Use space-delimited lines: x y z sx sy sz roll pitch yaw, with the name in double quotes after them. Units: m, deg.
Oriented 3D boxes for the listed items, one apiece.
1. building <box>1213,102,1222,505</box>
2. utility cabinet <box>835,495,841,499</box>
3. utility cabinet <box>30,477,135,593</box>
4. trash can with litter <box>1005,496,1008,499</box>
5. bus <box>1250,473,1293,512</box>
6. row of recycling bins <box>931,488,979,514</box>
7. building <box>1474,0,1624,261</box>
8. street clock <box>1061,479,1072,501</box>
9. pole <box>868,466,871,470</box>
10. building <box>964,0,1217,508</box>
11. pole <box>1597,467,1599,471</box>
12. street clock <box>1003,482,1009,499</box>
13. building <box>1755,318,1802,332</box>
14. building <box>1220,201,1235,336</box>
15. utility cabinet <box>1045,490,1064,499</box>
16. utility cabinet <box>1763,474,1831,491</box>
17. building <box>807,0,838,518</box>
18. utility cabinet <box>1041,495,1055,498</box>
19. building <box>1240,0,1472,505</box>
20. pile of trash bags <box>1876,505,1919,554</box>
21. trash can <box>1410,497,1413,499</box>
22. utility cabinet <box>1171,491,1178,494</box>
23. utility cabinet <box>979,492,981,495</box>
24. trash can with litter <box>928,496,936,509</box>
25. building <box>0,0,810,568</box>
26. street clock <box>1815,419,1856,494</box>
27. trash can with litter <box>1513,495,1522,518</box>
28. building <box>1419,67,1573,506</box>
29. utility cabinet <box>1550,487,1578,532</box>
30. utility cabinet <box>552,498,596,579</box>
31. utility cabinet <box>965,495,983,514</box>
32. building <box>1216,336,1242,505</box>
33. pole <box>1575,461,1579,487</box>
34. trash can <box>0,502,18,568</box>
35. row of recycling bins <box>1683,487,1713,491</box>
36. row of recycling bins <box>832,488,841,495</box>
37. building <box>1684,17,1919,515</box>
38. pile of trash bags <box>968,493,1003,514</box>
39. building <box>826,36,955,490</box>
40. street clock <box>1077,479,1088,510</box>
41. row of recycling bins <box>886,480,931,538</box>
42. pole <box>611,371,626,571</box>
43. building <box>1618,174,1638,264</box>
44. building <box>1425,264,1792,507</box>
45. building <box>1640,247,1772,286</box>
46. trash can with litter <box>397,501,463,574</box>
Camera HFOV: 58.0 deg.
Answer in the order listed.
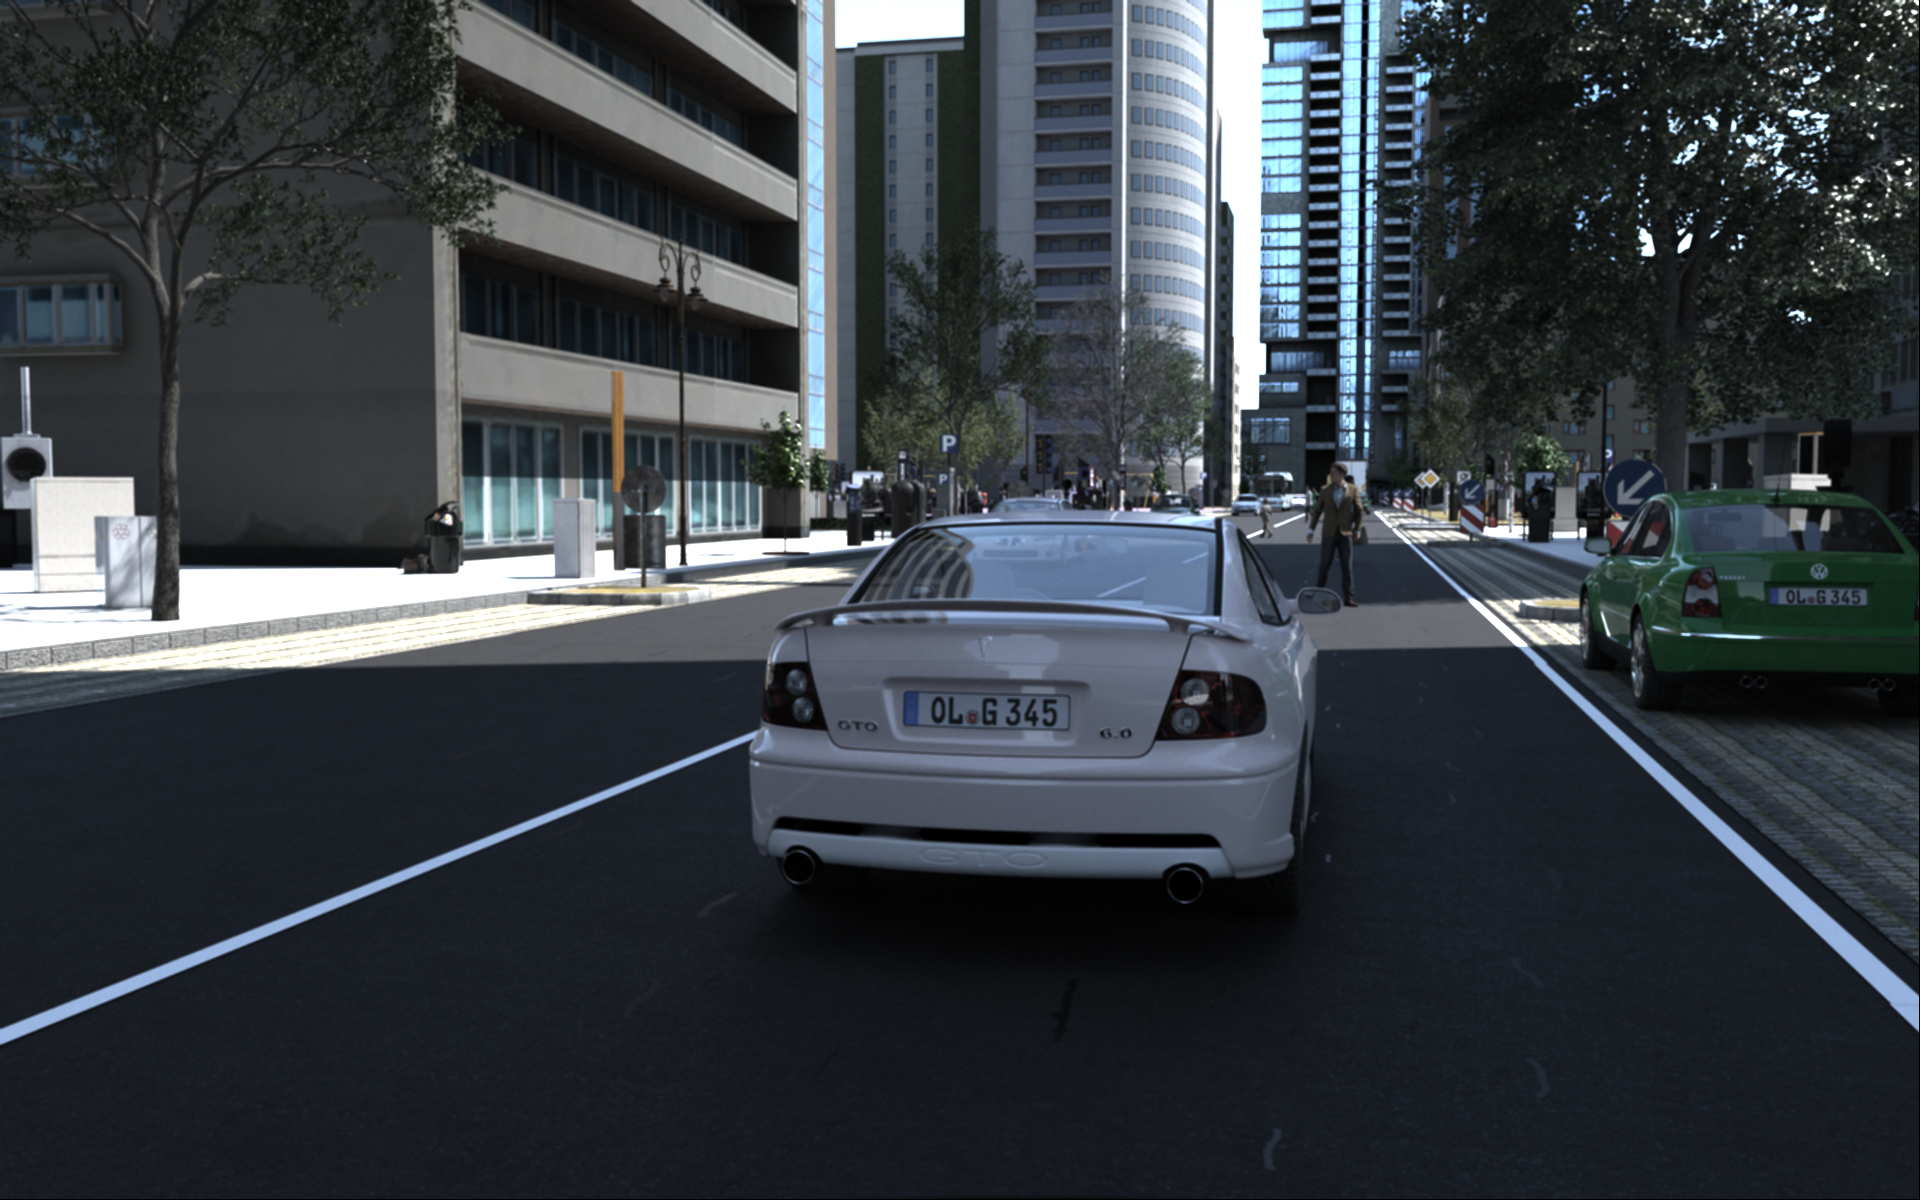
21.117 -33.024 190.058 14.600 45.320 14.200 1 4 13 "building"
-8.294 -6.336 114.754 1.020 1.237 0.306 -2 4 -29 "utility cabinet"
-11.459 -0.854 22.649 1.173 1.500 0.318 -3 5 -40 "utility cabinet"
4.334 -8.666 153.075 1.055 1.170 0.624 -3 5 -41 "trash can with litter"
26.154 -9.162 144.656 2.948 3.499 13.247 1 4 14 "bus"
-0.540 -6.311 110.290 3.534 1.692 1.069 0 4 8 "row of recycling bins"
65.054 -54.375 201.701 22.319 86.520 31.000 1 4 13 "building"
5.159 -4.840 83.702 0.471 2.002 0.358 -1 4 -22 "street clock"
-6.609 -8.092 126.146 0.158 3.312 0.155 0 3 0 "pole"
13.262 -38.367 169.305 21.231 58.520 28.212 1 4 13 "building"
48.538 -8.438 131.804 0.158 3.312 0.155 0 3 0 "pole"
2.758 -6.052 103.512 0.358 2.002 0.471 1 4 16 "street clock"
108.091 -21.423 195.307 28.899 21.520 27.650 1 4 13 "building"
31.274 -34.335 244.968 14.086 41.232 14.154 1 4 13 "building"
5.150 -5.280 95.005 0.318 1.500 1.173 -3 5 -44 "utility cabinet"
9.340 -0.654 19.376 1.173 1.500 0.318 -3 5 -44 "utility cabinet"
-13.644 -25.507 67.148 14.200 45.320 14.600 1 4 13 "building"
4.033 -4.418 83.403 1.020 1.237 0.306 2 4 25 "utility cabinet"
54.261 -56.901 242.996 31.000 86.520 22.319 1 4 13 "building"
17.923 -1.277 30.625 3.447 1.369 1.912 1 4 20 "pile of trash bags"
38.490 -8.275 146.947 0.748 1.137 0.748 0 3 0 "trash can"
18.057 -8.521 148.000 1.173 1.500 0.318 -2 4 -26 "utility cabinet"
1.294 -8.830 153.048 1.173 1.500 0.318 -3 4 -36 "utility cabinet"
-1.168 -4.967 92.600 0.624 1.170 1.055 2 4 35 "trash can with litter"
-17.086 -25.531 41.141 21.300 48.544 21.600 1 4 13 "building"
8.499 -0.750 16.828 0.358 2.002 0.471 2 4 24 "street clock"
30.166 -4.955 92.073 2.233 1.210 1.678 1 4 18 "trash can with litter"
55.932 -32.523 181.858 14.600 45.320 14.200 1 4 13 "building"
19.820 -2.975 57.322 1.173 1.500 0.318 0 4 -1 "utility cabinet"
-5.909 -0.943 26.574 0.306 1.237 1.020 -2 4 -35 "utility cabinet"
0.940 -6.116 111.162 1.020 1.237 0.306 -1 4 -14 "utility cabinet"
19.579 -22.698 216.147 28.899 21.520 27.650 1 4 13 "building"
38.403 -6.974 107.870 0.158 3.312 0.155 0 3 0 "pole"
-16.726 -1.127 30.079 0.748 1.137 0.748 0 3 0 "trash can"
39.745 -5.279 93.422 1.069 1.692 3.534 3 5 45 "row of recycling bins"
-10.067 -9.092 155.768 1.069 1.692 3.534 3 5 40 "row of recycling bins"
35.219 -21.294 40.035 32.217 40.220 23.993 1 4 13 "building"
0.818 -5.369 97.538 3.447 1.369 1.912 1 4 20 "pile of trash bags"
-8.650 -41.720 224.127 28.212 58.520 21.231 1 4 13 "building"
6.056 -4.940 85.333 0.358 2.002 0.471 3 5 44 "street clock"
-1.522 -2.735 51.838 1.069 1.692 3.534 0 4 1 "row of recycling bins"
-5.703 -2.145 28.907 0.158 3.312 0.155 0 3 0 "pole"
79.983 -37.571 237.980 21.600 48.544 21.300 1 4 13 "building"
58.063 -19.266 160.039 27.650 21.520 28.899 1 4 13 "building"
88.747 -26.618 206.905 14.107 30.474 14.160 1 4 13 "building"
-8.547 -1.009 27.879 1.055 1.170 0.624 1 4 11 "trash can with litter"
